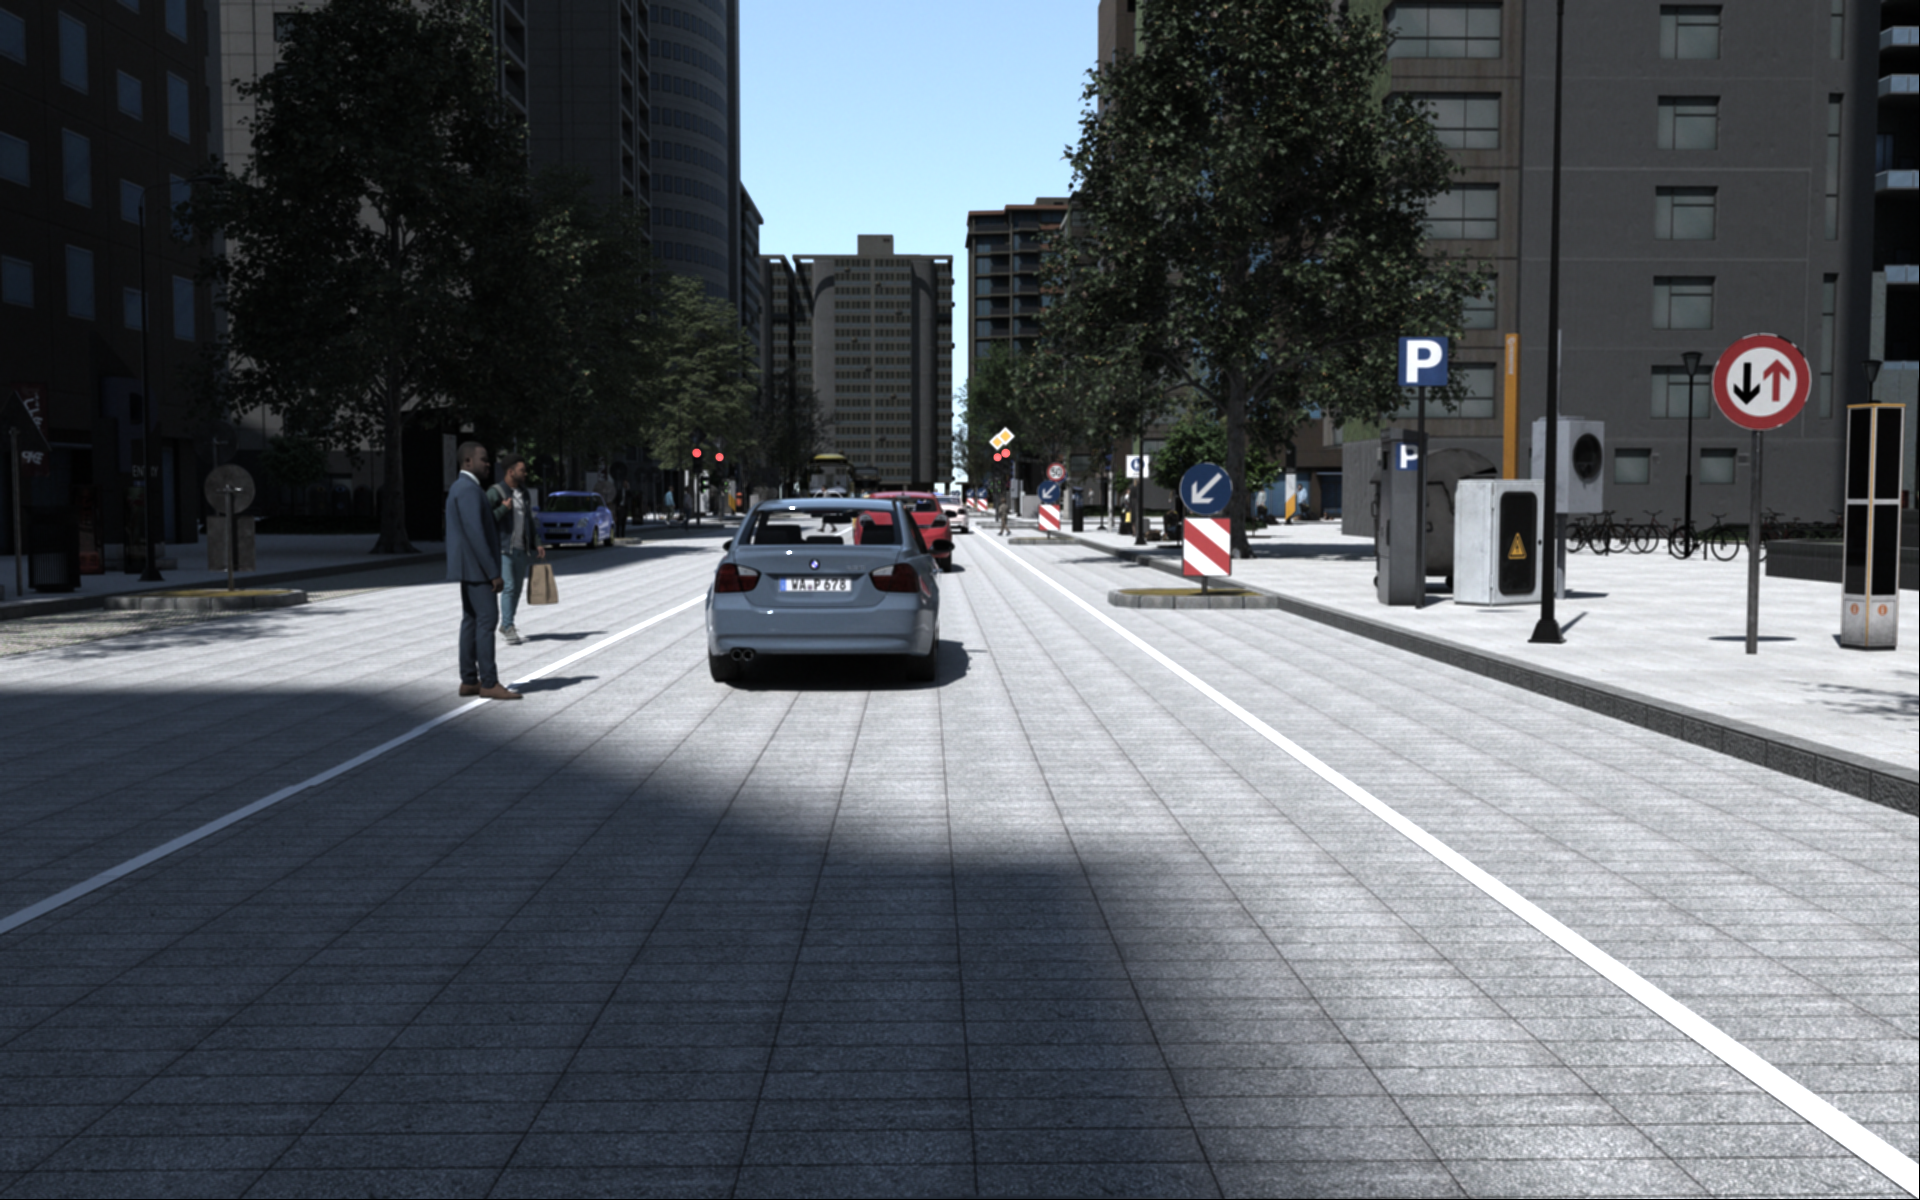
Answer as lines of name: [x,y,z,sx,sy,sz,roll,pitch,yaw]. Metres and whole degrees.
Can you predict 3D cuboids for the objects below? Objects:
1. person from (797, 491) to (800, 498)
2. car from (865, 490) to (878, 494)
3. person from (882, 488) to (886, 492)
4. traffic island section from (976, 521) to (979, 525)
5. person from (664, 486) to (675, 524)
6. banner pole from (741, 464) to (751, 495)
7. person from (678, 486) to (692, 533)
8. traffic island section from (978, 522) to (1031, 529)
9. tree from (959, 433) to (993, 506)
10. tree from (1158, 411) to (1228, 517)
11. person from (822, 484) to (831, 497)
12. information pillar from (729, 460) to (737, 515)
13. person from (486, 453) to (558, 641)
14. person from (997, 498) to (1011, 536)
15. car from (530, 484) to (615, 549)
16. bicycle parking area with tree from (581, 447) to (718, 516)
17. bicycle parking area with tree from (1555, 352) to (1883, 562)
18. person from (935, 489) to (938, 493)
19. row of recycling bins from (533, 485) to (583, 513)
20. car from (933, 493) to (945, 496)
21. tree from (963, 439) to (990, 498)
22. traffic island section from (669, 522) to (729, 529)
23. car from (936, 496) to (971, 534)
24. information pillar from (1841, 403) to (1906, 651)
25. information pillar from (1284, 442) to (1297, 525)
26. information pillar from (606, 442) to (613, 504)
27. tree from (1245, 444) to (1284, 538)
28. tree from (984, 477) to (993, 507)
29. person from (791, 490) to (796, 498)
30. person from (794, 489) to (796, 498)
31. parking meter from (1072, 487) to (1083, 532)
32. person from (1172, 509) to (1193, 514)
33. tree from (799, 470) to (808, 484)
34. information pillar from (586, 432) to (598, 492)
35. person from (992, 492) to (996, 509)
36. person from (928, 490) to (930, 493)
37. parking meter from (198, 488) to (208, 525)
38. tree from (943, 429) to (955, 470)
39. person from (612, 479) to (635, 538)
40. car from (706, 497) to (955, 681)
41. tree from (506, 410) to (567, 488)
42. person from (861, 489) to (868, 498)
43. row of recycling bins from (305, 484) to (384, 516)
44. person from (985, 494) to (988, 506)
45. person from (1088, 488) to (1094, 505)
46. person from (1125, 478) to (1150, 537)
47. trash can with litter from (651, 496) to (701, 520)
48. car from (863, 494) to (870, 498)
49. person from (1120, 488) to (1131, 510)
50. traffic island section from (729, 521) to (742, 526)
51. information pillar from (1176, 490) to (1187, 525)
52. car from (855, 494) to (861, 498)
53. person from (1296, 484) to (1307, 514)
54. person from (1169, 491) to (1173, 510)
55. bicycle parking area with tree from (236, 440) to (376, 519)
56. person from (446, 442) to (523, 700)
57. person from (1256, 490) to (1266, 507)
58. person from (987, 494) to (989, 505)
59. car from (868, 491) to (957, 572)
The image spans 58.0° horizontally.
person: [-21.468,-13.679,230.629,0.756,1.711,0.436,3,5,44]
car: [-8.896,-10.013,172.392,2.281,1.827,5.304,0,4,0]
person: [-3.944,-4.886,89.229,0.563,1.720,0.643,1,4,22]
traffic island section: [1.750,-3.555,80.407,2.009,0.180,2.903,0,4,-1]
person: [-13.092,-4.227,77.955,0.444,1.785,0.601,-2,4,-33]
banner pole: [-15.530,-8.330,126.219,0.863,3.779,0.401,-1,4,-13]
person: [-10.167,-3.358,64.070,0.598,1.740,0.731,-2,4,-30]
traffic island section: [1.917,-3.067,72.423,2.009,0.180,2.903,0,4,-1]
tree: [2.023,-14.513,187.651,4.360,8.622,3.978,0,3,0]
tree: [9.468,-5.174,68.307,4.285,4.588,4.351,0,3,0]
person: [-5.015,-3.448,65.143,0.850,1.792,0.678,1,4,13]
information pillar: [-13.883,-6.987,105.595,0.183,3.616,0.504,3,5,41]
person: [-4.286,-0.504,16.720,0.794,1.824,0.713,-3,5,-41]
person: [1.497,-2.860,59.535,0.640,1.303,0.475,2,4,35]
car: [-10.250,-2.213,45.769,1.945,1.707,3.694,0,4,-1]
bicycle parking area with tree: [-20.542,-7.237,105.319,8.231,4.147,9.016,1,4,19]
bicycle parking area with tree: [17.129,-3.017,36.323,8.231,4.147,9.016,-1,4,-11]
person: [-1.659,-6.980,122.718,0.391,1.810,0.635,-2,4,-31]
row of recycling bins: [-18.349,-4.504,80.747,3.534,1.692,1.069,1,4,8]
car: [-1.353,-4.659,85.765,1.945,1.707,3.694,0,4,1]
tree: [1.980,-17.008,228.434,4.737,8.622,4.395,0,3,0]
traffic island section: [-10.922,-3.051,72.161,2.009,0.180,2.903,0,4,-1]
car: [-0.620,-3.147,63.812,2.083,1.381,4.827,0,4,0]
information pillar: [7.502,-0.596,14.243,0.304,2.012,0.304,-1,4,-13]
information pillar: [13.674,-4.909,71.620,0.183,3.616,0.504,-3,5,-43]
information pillar: [-14.492,-4.906,71.567,0.504,3.616,0.183,3,5,41]
tree: [8.736,-3.433,50.723,1.663,3.219,1.824,0,3,0]
tree: [3.130,-10.993,174.343,1.663,3.219,1.824,0,3,0]
person: [-18.422,-11.338,192.157,0.721,1.736,1.217,1,4,13]
person: [-18.873,-11.751,198.254,0.705,1.814,1.350,1,4,9]
parking meter: [3.993,-3.076,58.699,0.372,1.533,0.369,0,3,0]
person: [9.324,-3.765,73.104,1.012,1.151,0.738,0,4,-5]
tree: [-15.630,-12.363,185.841,4.285,4.588,4.351,0,3,0]
information pillar: [-13.936,-4.544,65.651,0.504,3.616,0.183,-3,5,-44]
person: [2.823,-8.486,144.968,0.526,1.800,0.537,2,4,30]
person: [-2.816,-8.823,153.023,0.520,1.790,0.573,3,5,43]
parking meter: [-31.672,-3.919,72.492,0.372,1.533,0.369,0,3,0]
tree: [1.621,-17.351,218.098,8.767,10.594,7.601,1,4,21]
person: [-10.304,-2.769,53.134,0.474,1.900,0.648,3,5,44]
car: [-1.049,-0.156,14.554,2.014,1.417,4.499,0,4,0]
tree: [-16.981,-7.156,67.369,4.737,8.622,4.395,0,3,0]
person: [-7.042,-7.341,128.792,0.793,1.790,0.793,-1,4,-13]
row of recycling bins: [-24.950,-3.907,70.993,3.534,1.692,1.069,-1,4,-19]
person: [2.691,-10.891,184.558,0.568,1.767,0.683,1,4,13]
person: [11.096,-8.636,147.442,0.583,1.804,0.606,-3,5,-44]
person: [5.300,-2.780,51.707,0.699,1.804,1.509,0,4,4]
trash can with litter: [-14.437,-4.689,87.724,2.233,1.210,1.678,0,4,3]
car: [-2.500,-2.783,55.723,2.015,1.641,3.980,0,4,0]
person: [6.248,-3.417,64.512,0.523,1.515,0.503,-1,4,-21]
traffic island section: [-11.088,-3.539,80.144,2.009,0.180,2.903,0,4,-1]
information pillar: [6.476,-2.834,50.825,0.304,2.012,0.304,1,4,20]
car: [-8.580,-8.819,152.988,1.959,1.807,4.718,0,4,0]
person: [16.959,-4.857,85.717,0.793,1.790,0.793,1,4,21]
person: [11.582,-5.348,93.386,0.836,1.842,0.656,3,5,44]
bicycle parking area with tree: [-31.955,-6.209,88.516,9.016,4.147,8.231,3,5,41]
person: [-3.417,-0.217,12.228,0.419,1.800,0.721,-2,4,-34]
person: [14.260,-4.575,81.848,0.512,1.701,0.522,3,4,36]
person: [3.292,-11.954,201.508,0.705,1.823,1.348,0,4,1]
car: [-1.110,-1.475,33.164,2.155,1.783,4.494,0,4,-3]
